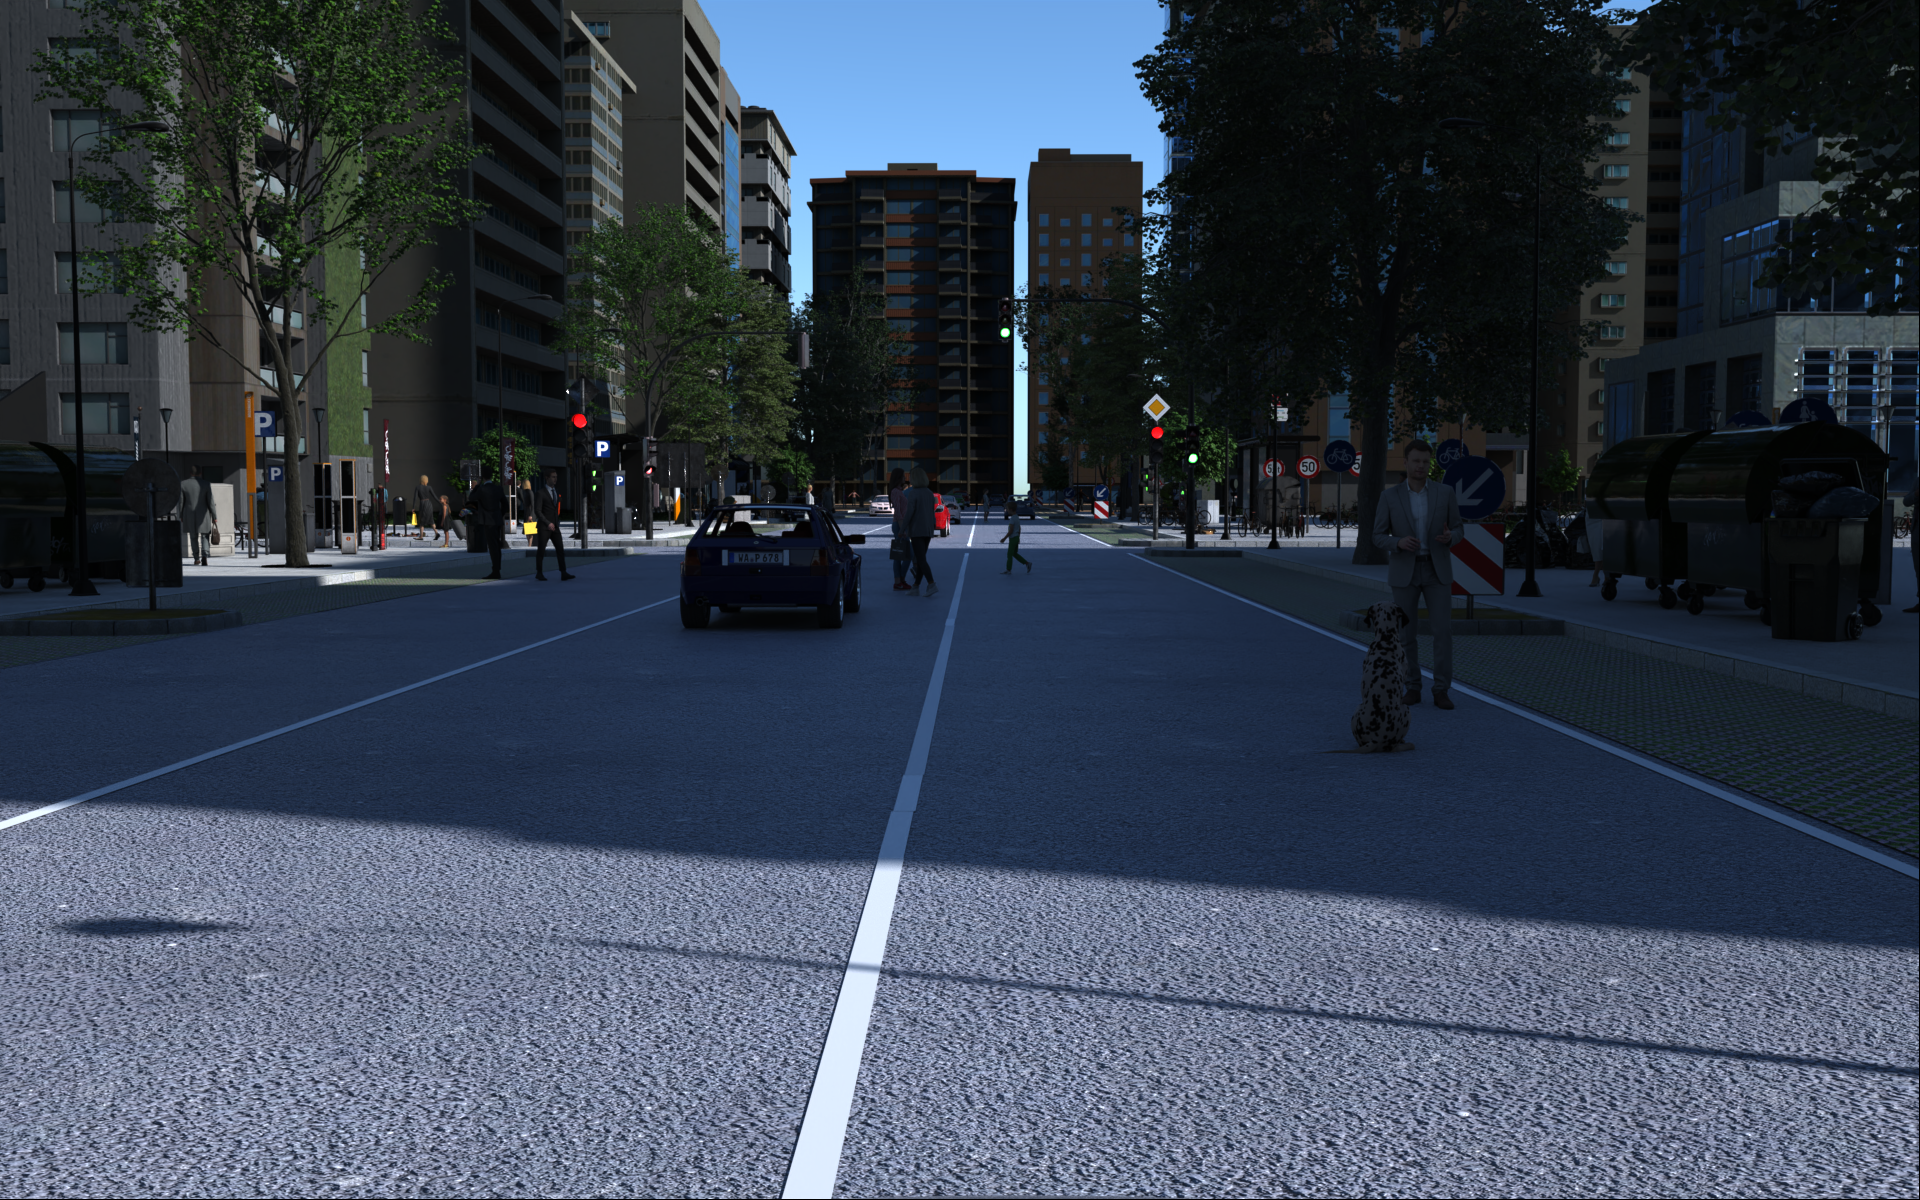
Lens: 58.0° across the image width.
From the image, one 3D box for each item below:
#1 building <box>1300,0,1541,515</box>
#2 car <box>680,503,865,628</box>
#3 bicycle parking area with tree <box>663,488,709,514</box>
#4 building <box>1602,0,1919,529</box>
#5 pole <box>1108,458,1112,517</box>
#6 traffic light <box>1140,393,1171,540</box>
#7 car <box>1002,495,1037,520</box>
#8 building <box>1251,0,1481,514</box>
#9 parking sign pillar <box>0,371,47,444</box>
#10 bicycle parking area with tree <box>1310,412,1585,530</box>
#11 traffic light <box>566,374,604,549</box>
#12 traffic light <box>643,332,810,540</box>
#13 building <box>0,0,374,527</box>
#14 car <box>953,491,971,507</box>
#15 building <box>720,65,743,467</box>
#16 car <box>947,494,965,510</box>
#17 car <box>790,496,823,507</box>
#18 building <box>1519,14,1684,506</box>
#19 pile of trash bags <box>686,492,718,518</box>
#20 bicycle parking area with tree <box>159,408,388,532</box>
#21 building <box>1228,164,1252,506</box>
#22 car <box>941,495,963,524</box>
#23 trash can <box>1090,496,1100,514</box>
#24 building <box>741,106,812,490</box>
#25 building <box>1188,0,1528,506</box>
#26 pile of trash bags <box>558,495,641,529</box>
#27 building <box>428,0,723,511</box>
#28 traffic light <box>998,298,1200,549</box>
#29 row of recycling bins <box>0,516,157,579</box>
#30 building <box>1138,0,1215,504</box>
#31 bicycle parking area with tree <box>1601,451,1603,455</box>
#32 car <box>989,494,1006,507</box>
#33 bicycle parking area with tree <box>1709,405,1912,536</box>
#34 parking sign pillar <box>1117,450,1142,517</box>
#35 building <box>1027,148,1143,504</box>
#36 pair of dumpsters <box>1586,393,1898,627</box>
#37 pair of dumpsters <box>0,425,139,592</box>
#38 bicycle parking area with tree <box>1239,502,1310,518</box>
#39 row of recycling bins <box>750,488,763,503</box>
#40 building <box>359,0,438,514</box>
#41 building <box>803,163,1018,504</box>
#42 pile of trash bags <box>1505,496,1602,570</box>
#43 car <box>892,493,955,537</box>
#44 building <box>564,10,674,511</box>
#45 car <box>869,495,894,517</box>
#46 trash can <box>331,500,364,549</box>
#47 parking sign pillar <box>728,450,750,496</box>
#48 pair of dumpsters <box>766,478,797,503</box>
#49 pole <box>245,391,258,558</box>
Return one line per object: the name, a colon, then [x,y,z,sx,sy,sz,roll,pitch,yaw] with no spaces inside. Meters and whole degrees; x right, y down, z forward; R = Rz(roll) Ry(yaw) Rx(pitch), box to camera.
building: [27.685,-28.152,110.390,14.600,45.320,14.200,0,4,1]
car: [-2.090,-0.444,19.844,1.945,1.354,3.894,0,4,1]
bicycle parking area with tree: [-20.446,-7.703,112.942,8.231,4.147,9.016,1,4,13]
building: [45.127,-46.404,71.380,31.000,86.520,22.319,0,4,1]
pole: [8.536,-6.417,98.769,0.158,3.312,0.155,0,3,0]
traffic light: [5.457,-3.637,48.387,0.839,4.253,0.868,0,4,1]
car: [3.362,-5.247,97.784,2.014,1.417,4.499,0,4,2]
building: [30.984,-29.704,135.775,14.600,45.320,14.200,0,4,1]
parking sign pillar: [-20.507,-3.003,37.569,1.447,3.967,1.447,2,4,28]
bicycle parking area with tree: [17.348,-4.614,62.445,9.016,4.147,8.231,1,4,11]
traffic light: [-8.804,-3.159,40.564,0.839,4.253,0.868,0,4,1]
traffic light: [-6.611,-4.519,48.557,4.771,5.953,1.251,0,4,1]
building: [-32.947,-23.537,68.428,14.154,41.232,14.086,0,4,1]
car: [0.058,-11.109,190.306,2.281,1.827,5.304,0,4,-1]
building: [-30.486,-32.305,178.295,14.200,45.320,14.600,0,4,1]
car: [-0.501,-9.118,157.872,1.959,1.807,4.718,0,4,-1]
car: [-8.079,-4.735,89.995,1.945,1.354,3.894,0,4,2]
building: [69.169,-33.613,173.276,21.600,48.544,21.300,0,4,1]
pile of trash bags: [-13.471,-5.124,93.522,3.447,1.369,1.912,0,4,-2]
bicycle parking area with tree: [-24.023,-4.332,57.828,8.231,4.147,9.016,1,4,16]
building: [30.234,-23.160,150.366,14.160,30.474,14.107,0,4,1]
car: [-0.902,-4.354,83.556,2.083,1.381,4.827,0,4,0]
trash can: [8.577,-5.966,109.205,0.748,1.137,0.748,0,3,0]
building: [-35.055,-39.516,235.317,27.495,52.752,28.713,0,4,1]
building: [38.102,-35.570,170.810,28.713,52.752,27.495,0,4,1]
pile of trash bags: [-13.596,-3.316,63.975,3.447,1.369,1.912,-1,4,-21]
building: [-33.962,-32.687,158.126,21.300,48.544,21.600,0,4,1]
traffic light: [3.264,-4.013,40.287,4.771,5.953,1.251,0,4,1]
row of recycling bins: [-14.028,-1.191,26.591,3.534,1.692,1.069,0,4,5]
building: [39.106,-56.104,229.979,31.000,86.520,22.319,0,4,1]
bicycle parking area with tree: [41.120,-7.044,102.168,8.231,4.147,9.016,-2,4,-30]
car: [4.027,-10.884,189.961,2.014,1.417,4.499,0,4,1]
bicycle parking area with tree: [27.983,-4.324,57.695,9.016,4.147,8.231,-3,5,-44]
parking sign pillar: [9.526,-6.654,97.262,1.447,3.967,1.447,2,4,35]
building: [16.137,-35.308,227.398,14.200,45.320,14.600,0,4,1]
pair of dumpsters: [8.313,-0.995,18.756,1.574,2.255,4.437,0,4,1]
pair of dumpsters: [-12.510,-1.256,23.027,1.574,2.255,4.437,0,4,1]
bicycle parking area with tree: [19.437,-6.530,93.769,8.231,4.147,9.016,0,4,4]
row of recycling bins: [-13.606,-6.707,116.768,1.069,1.692,3.534,-2,4,-34]
building: [-35.642,-29.053,98.722,21.300,48.544,21.600,0,4,1]
building: [-6.917,-35.310,231.934,28.867,44.769,22.147,0,4,1]
pile of trash bags: [11.021,-1.286,30.779,1.912,1.369,3.447,3,5,41]
car: [-1.276,-3.052,58.939,2.155,1.783,4.494,0,4,1]
building: [-39.802,-27.145,135.698,32.217,40.220,23.993,0,4,1]
car: [-4.780,-6.027,110.897,2.083,1.381,4.827,0,4,1]
trash can: [-14.391,-1.778,40.724,0.748,1.137,0.748,0,3,0]
parking sign pillar: [-13.339,-7.087,104.349,1.447,3.967,1.447,1,4,12]
pair of dumpsters: [-10.619,-6.101,102.241,1.574,2.255,4.437,0,4,1]
pole: [-14.129,-2.488,34.524,0.158,3.312,0.155,0,3,0]
